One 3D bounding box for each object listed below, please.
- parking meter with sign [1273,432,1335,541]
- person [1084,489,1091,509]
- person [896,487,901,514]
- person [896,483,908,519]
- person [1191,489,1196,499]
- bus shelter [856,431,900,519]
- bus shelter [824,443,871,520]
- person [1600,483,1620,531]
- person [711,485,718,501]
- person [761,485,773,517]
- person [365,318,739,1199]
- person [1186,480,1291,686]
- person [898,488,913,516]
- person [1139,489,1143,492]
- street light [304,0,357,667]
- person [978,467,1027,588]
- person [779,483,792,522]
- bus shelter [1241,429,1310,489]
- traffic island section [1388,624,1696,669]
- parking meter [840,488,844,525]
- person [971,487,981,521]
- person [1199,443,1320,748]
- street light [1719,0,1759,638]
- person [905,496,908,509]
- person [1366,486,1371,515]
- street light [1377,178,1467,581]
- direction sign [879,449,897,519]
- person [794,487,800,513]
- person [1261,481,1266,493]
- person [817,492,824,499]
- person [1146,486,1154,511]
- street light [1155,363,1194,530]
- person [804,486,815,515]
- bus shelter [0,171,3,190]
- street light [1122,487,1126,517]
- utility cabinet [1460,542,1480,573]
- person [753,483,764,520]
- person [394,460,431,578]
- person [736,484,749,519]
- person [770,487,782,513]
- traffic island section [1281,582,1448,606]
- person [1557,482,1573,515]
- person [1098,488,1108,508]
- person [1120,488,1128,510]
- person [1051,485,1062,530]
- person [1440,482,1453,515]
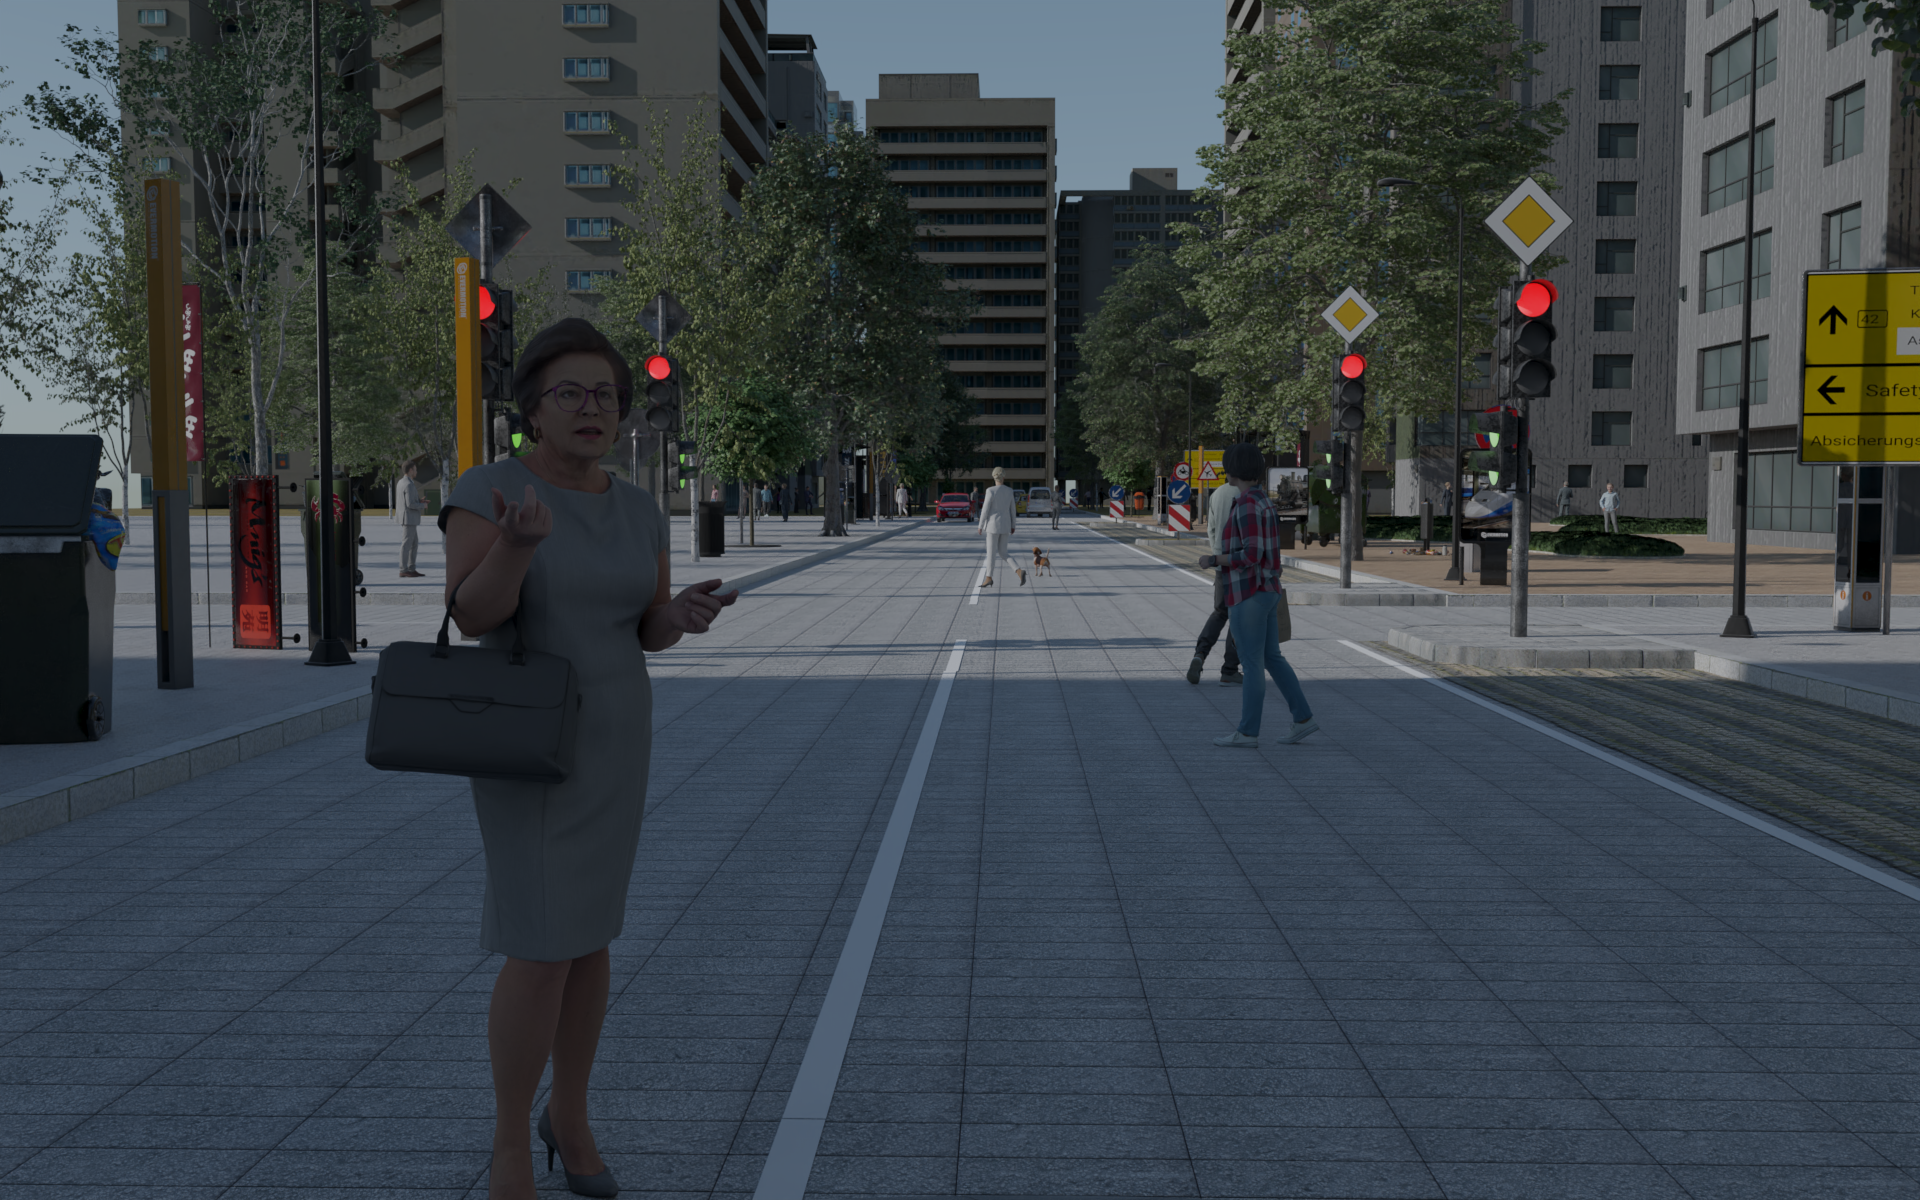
[{"bbox_3d":[9.571,-3.169,48.080,1.738,3.016,0.543,3,4,39],"label":"parking meter with sign"},{"bbox_3d":[10.768,-8.409,144.468,0.756,1.711,0.436,2,4,25],"label":"person"},{"bbox_3d":[-3.936,-6.336,110.429,1.217,1.735,0.721,-3,5,-43],"label":"person"},{"bbox_3d":[-2.989,-5.153,90.178,0.514,1.842,0.818,-2,4,-33],"label":"person"},{"bbox_3d":[16.611,-7.259,124.726,0.705,1.824,1.348,-2,4,-28],"label":"person"},{"bbox_3d":[-4.597,-7.131,94.220,2.179,5.291,8.768,0,4,2],"label":"bus shelter"},{"bbox_3d":[-5.397,-5.637,83.454,1.731,3.624,6.357,0,4,2],"label":"bus shelter"},{"bbox_3d":[18.932,-2.605,50.442,0.589,1.601,0.330,2,4,31],"label":"person"},{"bbox_3d":[-14.069,-5.690,99.087,0.555,1.821,0.388,2,4,30],"label":"person"},{"bbox_3d":[-11.001,-5.649,98.420,0.660,1.820,0.620,-2,4,-26],"label":"person"},{"bbox_3d":[-0.805,0.333,3.408,0.716,1.782,0.532,-3,5,-44],"label":"person"},{"bbox_3d":[2.086,-0.234,12.812,0.515,1.767,0.782,-2,4,-35],"label":"person"},{"bbox_3d":[-3.365,-5.761,100.245,1.348,1.823,0.705,1,4,13],"label":"person"},{"bbox_3d":[15.157,-8.367,143.672,0.721,1.723,1.217,1,4,13],"label":"person"},{"bbox_3d":[-4.200,-2.465,12.839,1.470,5.913,1.316,0,4,2],"label":"street light"},{"bbox_3d":[0.639,-1.101,26.382,0.818,1.842,0.514,2,4,33],"label":"person"},{"bbox_3d":[-8.011,-4.475,79.623,0.534,1.772,0.576,2,4,31],"label":"person"},{"bbox_3d":[11.360,-4.371,62.756,1.731,3.624,6.357,0,4,2],"label":"bus shelter"},{"bbox_3d":[5.046,0.410,15.579,2.009,0.180,2.903,0,4,2],"label":"traffic island section"},{"bbox_3d":[-4.967,-3.865,71.603,0.372,1.533,0.369,0,3,0],"label":"parking meter"},{"bbox_3d":[0.835,-5.116,92.243,0.767,1.812,0.694,3,4,37],"label":"person"},{"bbox_3d":[1.694,-0.029,9.808,0.643,1.720,0.563,1,4,22],"label":"person"},{"bbox_3d":[6.456,-2.622,15.413,1.470,5.913,1.316,0,4,2],"label":"street light"},{"bbox_3d":[-4.811,-8.641,147.877,0.990,1.755,0.434,-2,4,-30],"label":"person"},{"bbox_3d":[23.943,-5.845,102.062,0.683,1.767,0.568,3,4,36],"label":"person"},{"bbox_3d":[6.826,-3.245,25.598,1.470,5.913,1.316,0,4,2],"label":"street light"},{"bbox_3d":[-3.642,-5.856,87.743,0.876,3.537,0.379,1,4,9],"label":"direction sign"},{"bbox_3d":[-10.909,-6.684,116.136,0.445,1.727,0.742,-1,4,-15],"label":"person"},{"bbox_3d":[10.167,-3.118,57.769,0.760,1.731,0.466,2,4,31],"label":"person"},{"bbox_3d":[-8.782,-6.618,114.264,1.348,1.823,0.705,-2,4,-27],"label":"person"},{"bbox_3d":[14.366,-7.664,130.982,0.705,1.869,1.348,-1,4,-17],"label":"person"},{"bbox_3d":[7.636,-5.447,61.596,1.470,5.913,1.316,0,4,2],"label":"street light"},{"bbox_3d":[-9.277,-6.142,106.907,0.568,1.767,0.683,3,5,42],"label":"person"},{"bbox_3d":[-7.218,-1.771,6.592,2.179,5.291,8.768,0,4,1],"label":"bus shelter"},{"bbox_3d":[8.716,-7.706,98.527,1.470,5.913,1.316,0,4,2],"label":"street light"},{"bbox_3d":[8.495,-1.077,28.770,0.306,1.237,1.020,2,4,28],"label":"utility cabinet"},{"bbox_3d":[-9.889,-4.782,84.331,0.694,1.812,0.767,0,4,-2],"label":"person"},{"bbox_3d":[-8.410,-1.252,26.715,0.583,1.804,0.606,-3,4,-36],"label":"person"},{"bbox_3d":[-11.189,-5.060,89.116,0.599,1.781,0.374,2,4,24],"label":"person"},{"bbox_3d":[-12.041,-6.621,114.982,1.217,1.739,0.721,-3,4,-38],"label":"person"},{"bbox_3d":[5.266,-0.078,23.561,2.009,0.180,2.903,0,4,2],"label":"traffic island section"},{"bbox_3d":[25.266,-4.046,72.376,0.661,1.801,0.590,1,4,10],"label":"person"},{"bbox_3d":[12.935,-9.310,157.885,1.348,1.869,0.705,-2,4,-34],"label":"person"},{"bbox_3d":[13.015,-8.086,138.799,0.990,1.755,0.434,0,4,0],"label":"person"},{"bbox_3d":[3.864,-3.660,68.623,0.520,1.790,0.573,2,4,25],"label":"person"},{"bbox_3d":[20.169,-3.997,71.820,0.534,1.772,0.576,2,4,32],"label":"person"}]
